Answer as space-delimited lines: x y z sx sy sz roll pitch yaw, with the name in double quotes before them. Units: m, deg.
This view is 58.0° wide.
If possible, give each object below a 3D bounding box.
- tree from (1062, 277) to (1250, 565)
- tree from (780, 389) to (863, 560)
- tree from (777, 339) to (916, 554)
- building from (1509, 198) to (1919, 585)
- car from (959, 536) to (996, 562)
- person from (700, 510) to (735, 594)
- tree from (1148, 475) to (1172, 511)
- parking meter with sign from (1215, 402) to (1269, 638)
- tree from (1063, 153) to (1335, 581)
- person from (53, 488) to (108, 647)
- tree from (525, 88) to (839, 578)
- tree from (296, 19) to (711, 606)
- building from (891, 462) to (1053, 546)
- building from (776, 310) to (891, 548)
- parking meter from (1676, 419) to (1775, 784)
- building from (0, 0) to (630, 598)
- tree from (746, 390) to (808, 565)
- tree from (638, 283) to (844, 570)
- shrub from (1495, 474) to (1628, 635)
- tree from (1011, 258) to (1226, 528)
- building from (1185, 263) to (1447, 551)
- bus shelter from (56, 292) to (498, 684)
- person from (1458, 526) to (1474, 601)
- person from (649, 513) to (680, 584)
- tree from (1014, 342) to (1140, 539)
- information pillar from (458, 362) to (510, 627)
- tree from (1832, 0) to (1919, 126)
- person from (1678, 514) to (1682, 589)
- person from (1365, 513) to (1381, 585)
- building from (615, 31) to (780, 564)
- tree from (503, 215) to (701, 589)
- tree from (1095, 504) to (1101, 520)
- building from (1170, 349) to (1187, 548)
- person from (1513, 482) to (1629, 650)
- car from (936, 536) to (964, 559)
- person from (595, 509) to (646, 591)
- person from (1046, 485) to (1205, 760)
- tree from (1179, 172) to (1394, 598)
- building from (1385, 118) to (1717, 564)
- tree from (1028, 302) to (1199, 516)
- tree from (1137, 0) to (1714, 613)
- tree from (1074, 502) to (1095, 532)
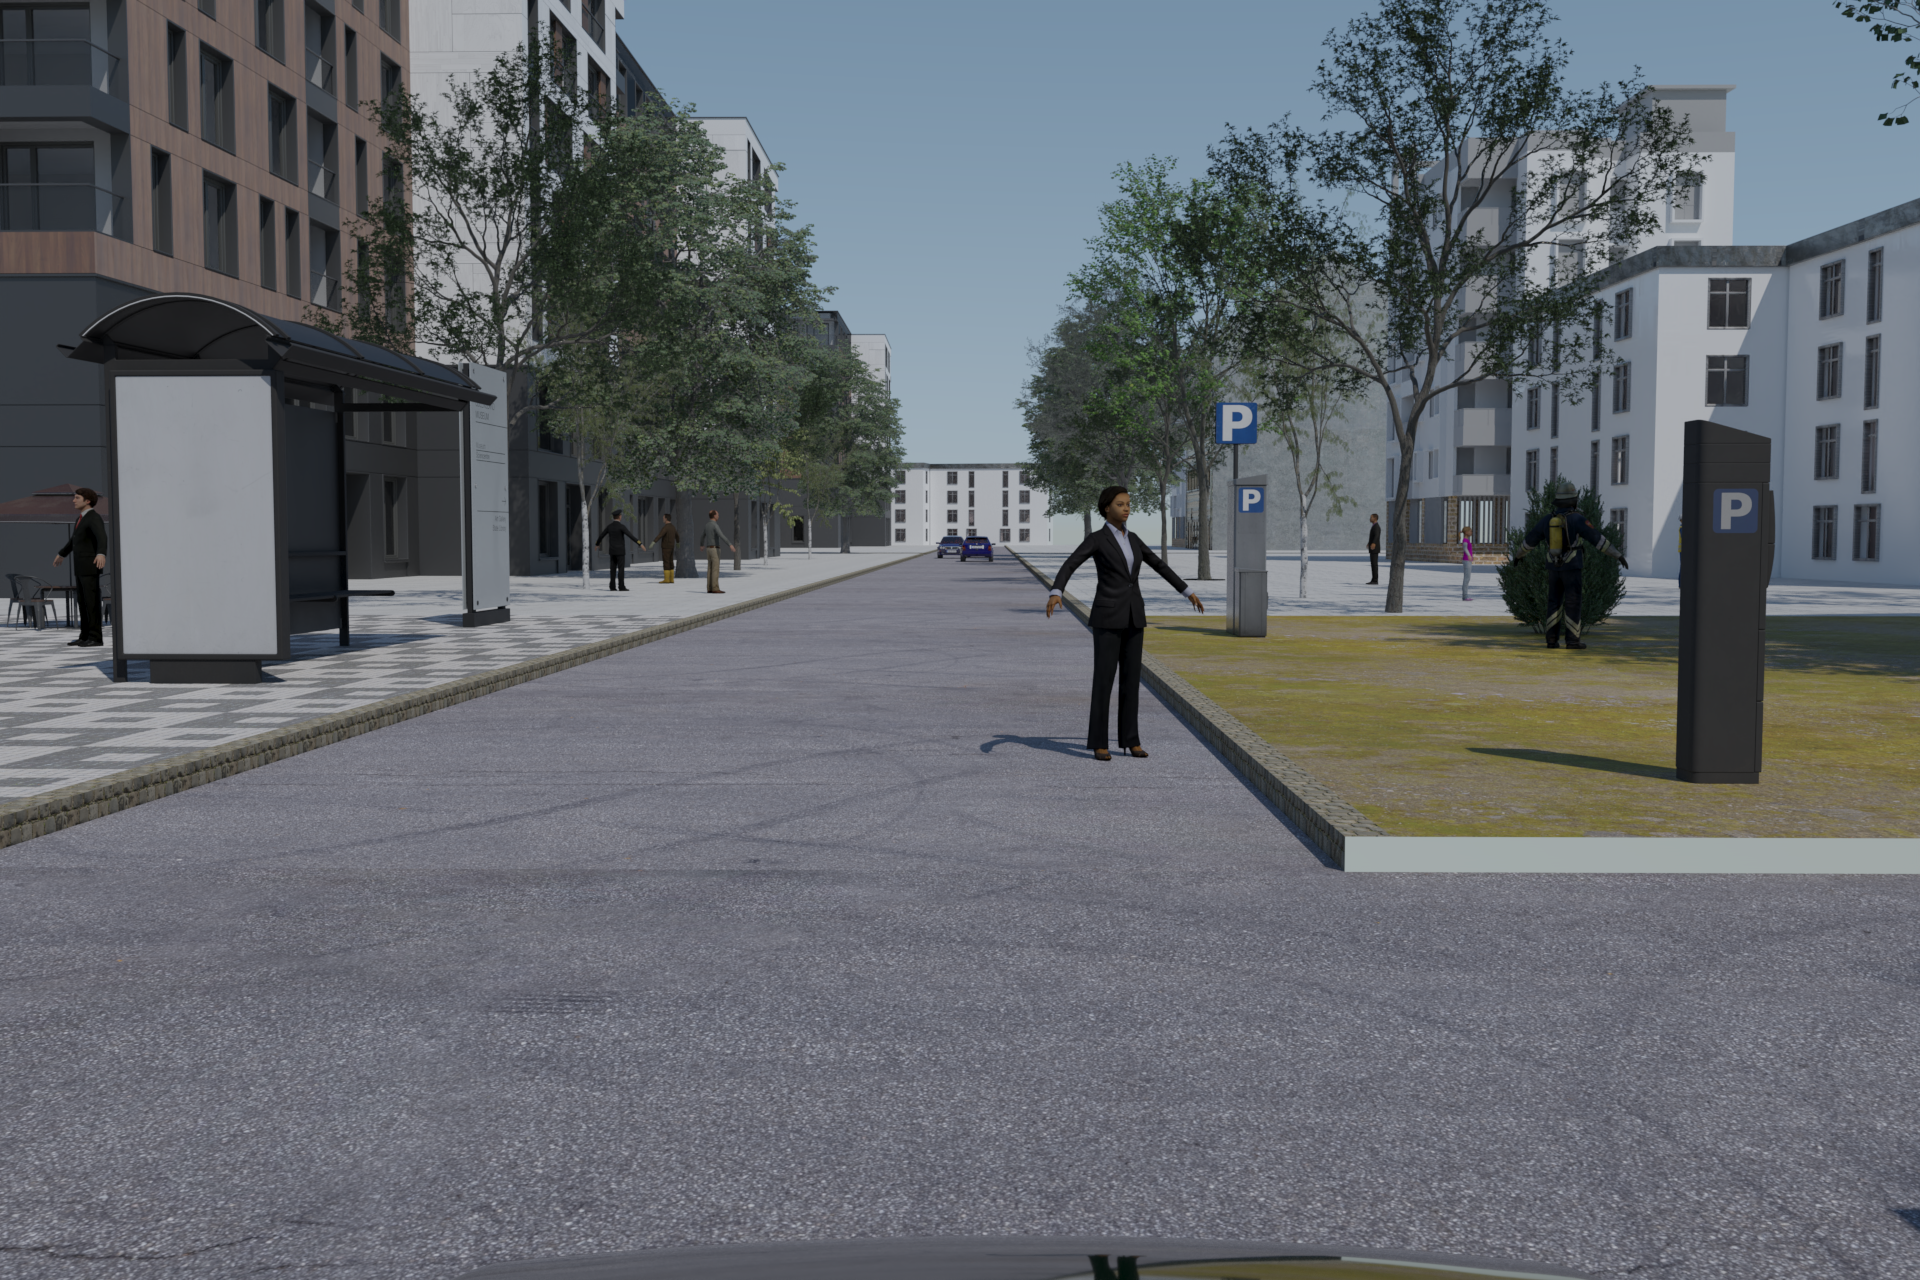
"tree" 7.194 -7.873 63.134 7.601 10.594 8.767 -1 4 -23
"tree" -7.731 -8.329 86.537 4.360 8.622 3.978 0 3 0
"tree" -7.426 -12.602 112.706 9.857 13.997 8.962 0 3 0
"building" 24.784 -6.636 50.638 9.099 9.664 28.070 0 4 1
"car" 0.892 -4.753 90.288 1.945 1.354 3.894 0 4 1
"person" -5.290 -1.901 37.354 0.705 1.796 1.348 -3 5 -39
"tree" 26.222 -17.707 199.879 12.009 13.543 11.850 0 3 0
"parking meter with sign" 3.653 -1.586 22.195 0.543 3.016 1.738 0 4 0
"tree" 6.651 -7.454 47.623 9.928 11.665 9.643 0 3 0
"person" -9.993 -0.831 19.780 1.347 1.806 0.705 3 5 43
"tree" -8.010 -8.785 50.294 9.857 13.997 8.962 0 3 0
"tree" -7.930 -5.895 30.803 7.601 10.594 8.767 -2 4 -33
"building" -3.409 -15.848 203.723 28.070 9.664 9.099 1 4 10
"building" -21.589 -20.232 174.776 27.936 21.610 32.646 0 4 0
"parking meter" 3.957 -0.198 8.956 0.399 1.863 0.255 0 4 2
"building" -27.065 -12.621 50.321 27.936 21.610 32.646 0 4 2
"tree" -7.948 -7.340 70.370 4.737 8.622 4.395 0 3 0
"tree" -7.700 -7.755 61.213 8.767 10.594 7.601 2 4 26
"shrub" 7.704 -1.110 22.190 1.661 2.075 1.752 0 3 0
"tree" 7.300 -10.198 77.113 12.009 13.543 11.850 0 3 0
"building" 29.011 -19.099 143.194 19.493 23.208 18.063 0 4 1
"bus shelter" -6.445 -1.429 17.291 2.014 3.302 5.546 0 4 2
"person" 9.796 -1.467 33.249 0.599 1.433 0.991 1 4 19
"person" -7.587 -2.366 44.822 0.704 1.812 1.346 2 4 23
"tree" 8.042 -12.354 108.649 9.857 13.997 8.962 0 3 0
"information pillar" -6.714 -2.029 24.492 0.184 3.620 1.656 0 4 2
"tree" 19.947 -10.489 27.389 12.611 20.169 13.585 0 3 0
"person" 17.043 -2.085 40.556 0.721 1.772 1.216 2 4 24
"person" 10.464 -2.302 43.865 0.704 1.802 1.346 0 4 8
"building" -24.405 -14.628 83.138 27.936 21.610 32.646 0 4 0
"tree" -8.889 -5.482 39.996 4.360 8.622 3.978 0 3 0
"tree" 16.936 -15.131 197.750 4.737 8.622 4.395 0 3 0
"building" 26.272 -19.378 173.257 16.016 20.090 11.380 0 4 1
"person" 6.776 -0.830 19.357 0.705 1.856 1.354 -3 5 -43
"car" -0.448 -5.507 102.619 1.945 1.354 3.894 0 4 1
"person" -7.677 -2.016 38.888 1.347 1.837 0.705 2 4 24
"person" 1.042 -0.111 10.992 1.216 1.740 0.721 -2 4 -31
"tree" 7.073 -5.152 34.592 4.360 8.622 3.978 0 3 0
"building" 26.447 -14.001 85.332 16.016 20.090 11.380 0 4 1
"tree" 8.283 -11.349 92.211 9.857 13.997 8.962 0 3 0
"tree" 7.034 -5.698 27.571 8.767 10.594 7.601 0 4 2
"tree" 15.147 -15.409 202.307 4.360 8.622 3.978 0 3 0
